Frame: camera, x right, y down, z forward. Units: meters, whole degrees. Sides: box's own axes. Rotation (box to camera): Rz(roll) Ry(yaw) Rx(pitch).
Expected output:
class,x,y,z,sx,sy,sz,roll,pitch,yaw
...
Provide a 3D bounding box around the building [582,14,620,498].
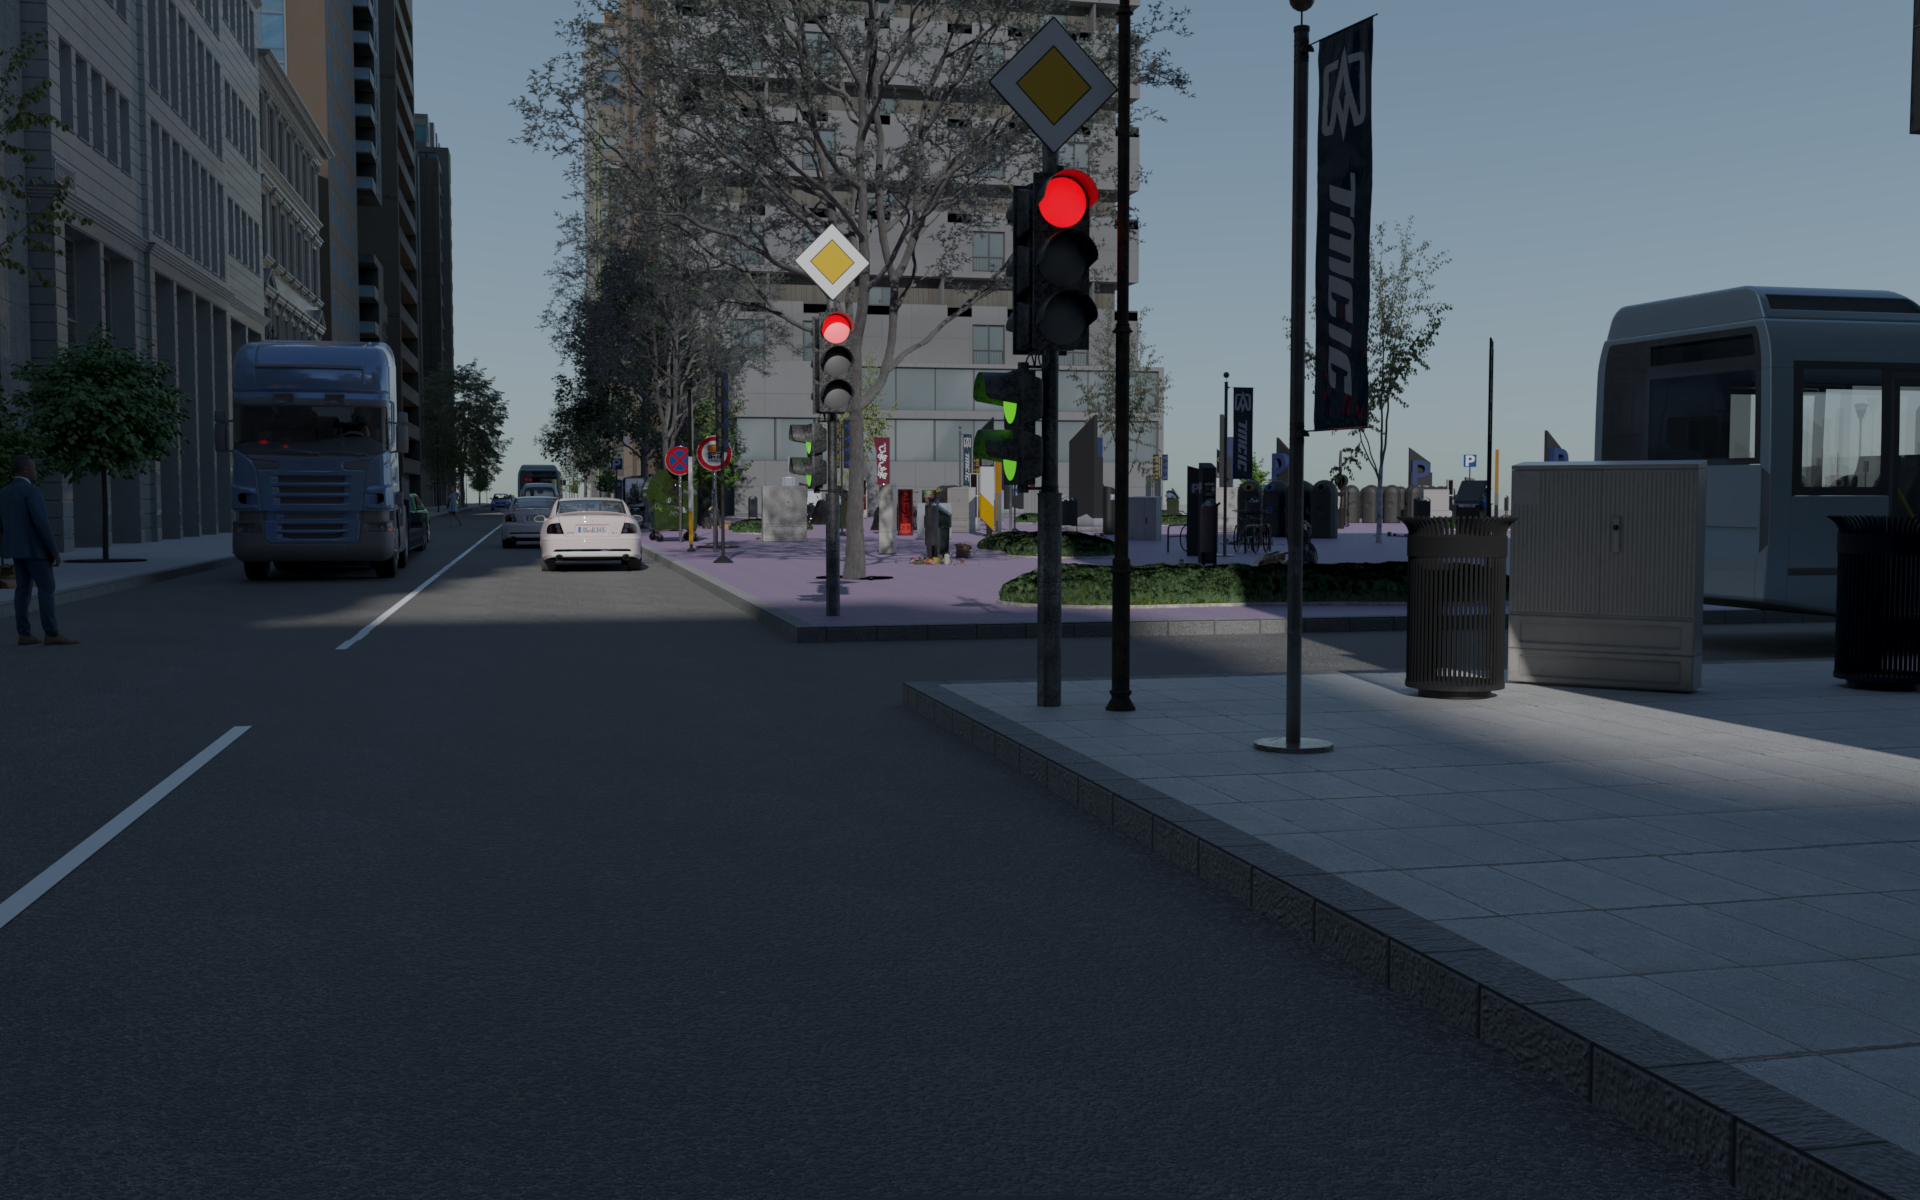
class,x,y,z,sx,sy,sz,roll,pitch,yaw
building,-37.106,-41.542,221.216,21.231,58.520,28.212,-1,4,-14

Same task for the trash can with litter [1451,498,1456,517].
class,x,y,z,sx,sy,sz,roll,pitch,yaw
trash can with litter,20.009,-3.507,68.734,0.624,1.170,1.055,-3,5,-42

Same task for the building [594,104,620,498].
class,x,y,z,sx,sy,sz,roll,pitch,yaw
building,-31.563,-30.713,185.753,14.154,41.232,14.086,-1,4,-14

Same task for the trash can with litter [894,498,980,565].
class,x,y,z,sx,sy,sz,roll,pitch,yaw
trash can with litter,-0.375,-1.296,32.248,1.678,1.210,2.233,0,4,6

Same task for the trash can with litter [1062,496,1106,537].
class,x,y,z,sx,sy,sz,roll,pitch,yaw
trash can with litter,3.569,-2.465,51.363,2.233,1.210,1.678,1,4,22

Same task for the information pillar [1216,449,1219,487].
class,x,y,z,sx,sy,sz,roll,pitch,yaw
information pillar,13.435,-5.988,89.253,0.504,3.616,0.183,0,4,-6

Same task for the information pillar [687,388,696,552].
class,x,y,z,sx,sy,sz,roll,pitch,yaw
information pillar,-6.011,-2.894,38.672,0.183,3.616,0.504,0,4,-6

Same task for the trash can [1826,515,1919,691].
class,x,y,z,sx,sy,sz,roll,pitch,yaw
trash can,6.128,0.013,11.449,0.748,1.137,0.748,0,3,0

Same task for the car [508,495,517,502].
class,x,y,z,sx,sy,sz,roll,pitch,yaw
car,-60.347,-13.416,231.711,2.083,1.381,4.827,-1,4,-12

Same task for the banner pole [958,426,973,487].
class,x,y,z,sx,sy,sz,roll,pitch,yaw
banner pole,0.164,-4.496,63.518,0.401,3.779,0.863,3,5,44

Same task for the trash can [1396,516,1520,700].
class,x,y,z,sx,sy,sz,roll,pitch,yaw
trash can,3.142,0.042,10.972,0.748,1.137,0.748,0,3,0

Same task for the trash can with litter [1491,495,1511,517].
class,x,y,z,sx,sy,sz,roll,pitch,yaw
trash can with litter,30.711,-5.286,97.475,1.678,1.210,2.233,0,4,8

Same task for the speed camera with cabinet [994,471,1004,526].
class,x,y,z,sx,sy,sz,roll,pitch,yaw
speed camera with cabinet,1.364,-4.587,69.330,0.660,3.252,2.038,0,4,7

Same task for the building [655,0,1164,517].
class,x,y,z,sx,sy,sz,roll,pitch,yaw
building,-4.863,-31.833,109.705,28.713,52.752,27.495,-1,4,-14

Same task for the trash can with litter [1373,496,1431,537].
class,x,y,z,sx,sy,sz,roll,pitch,yaw
trash can with litter,13.592,-2.516,52.189,2.233,1.210,1.678,3,4,38

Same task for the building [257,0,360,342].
class,x,y,z,sx,sy,sz,roll,pitch,yaw
building,-40.422,-27.077,92.821,14.600,45.320,14.200,-1,4,-14

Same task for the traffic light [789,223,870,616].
class,x,y,z,sx,sy,sz,roll,pitch,yaw
traffic light,-1.357,-1.787,18.146,0.839,4.253,0.868,-1,4,-14

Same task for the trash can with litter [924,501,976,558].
class,x,y,z,sx,sy,sz,roll,pitch,yaw
trash can with litter,-0.204,-1.440,34.929,1.055,1.170,0.624,1,4,10

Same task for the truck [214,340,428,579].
class,x,y,z,sx,sy,sz,roll,pitch,yaw
truck,-12.698,-2.836,36.132,2.967,4.110,18.799,-1,4,-15

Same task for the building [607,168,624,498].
class,x,y,z,sx,sy,sz,roll,pitch,yaw
building,-24.822,-23.591,157.418,14.160,30.474,14.107,-1,4,-14

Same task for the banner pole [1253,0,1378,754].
class,x,y,z,sx,sy,sz,roll,pitch,yaw
banner pole,1.760,-1.125,8.408,0.401,3.779,0.863,-1,4,-20

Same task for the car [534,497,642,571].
class,x,y,z,sx,sy,sz,roll,pitch,yaw
car,-7.189,-1.300,33.614,2.083,1.381,4.827,-1,4,-13

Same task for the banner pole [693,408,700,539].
class,x,y,z,sx,sy,sz,roll,pitch,yaw
banner pole,-7.722,-3.677,50.140,0.401,3.779,0.863,0,4,-5

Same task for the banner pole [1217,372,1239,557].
class,x,y,z,sx,sy,sz,roll,pitch,yaw
banner pole,5.672,-2.791,35.644,0.863,3.779,0.401,-1,4,-19

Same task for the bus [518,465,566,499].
class,x,y,z,sx,sy,sz,roll,pitch,yaw
bus,-27.663,-7.319,114.527,2.948,3.499,13.247,-1,4,-12

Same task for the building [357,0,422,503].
class,x,y,z,sx,sy,sz,roll,pitch,yaw
building,-55.957,-31.613,140.578,21.300,48.544,21.600,-1,4,-14

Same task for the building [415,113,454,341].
class,x,y,z,sx,sy,sz,roll,pitch,yaw
building,-75.554,-36.564,217.425,23.786,49.044,30.456,-1,4,-14

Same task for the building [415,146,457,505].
class,x,y,z,sx,sy,sz,roll,pitch,yaw
building,-65.240,-31.405,197.060,14.154,41.232,14.086,-1,4,-14

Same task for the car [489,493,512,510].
class,x,y,z,sx,sy,sz,roll,pitch,yaw
car,-40.550,-8.772,153.007,1.945,1.707,3.694,-1,4,-14

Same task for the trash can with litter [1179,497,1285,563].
class,x,y,z,sx,sy,sz,roll,pitch,yaw
trash can with litter,4.023,-1.014,27.638,1.678,1.210,2.233,-1,4,-13

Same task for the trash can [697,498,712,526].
class,x,y,z,sx,sy,sz,roll,pitch,yaw
trash can,-10.354,-3.570,70.023,0.748,1.137,0.748,0,3,0

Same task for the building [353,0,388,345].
class,x,y,z,sx,sy,sz,roll,pitch,yaw
building,-48.788,-48.935,112.753,22.319,86.520,31.000,-1,4,-14

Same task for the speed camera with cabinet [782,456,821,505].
class,x,y,z,sx,sy,sz,roll,pitch,yaw
speed camera with cabinet,-8.294,-5.905,90.887,2.038,3.252,0.660,0,4,-4

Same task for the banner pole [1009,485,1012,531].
class,x,y,z,sx,sy,sz,roll,pitch,yaw
banner pole,1.515,-3.296,43.905,0.863,3.779,0.401,0,4,-5

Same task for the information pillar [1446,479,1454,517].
class,x,y,z,sx,sy,sz,roll,pitch,yaw
information pillar,24.462,-5.017,86.521,0.304,2.012,0.304,0,4,1

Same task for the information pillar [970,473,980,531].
class,x,y,z,sx,sy,sz,roll,pitch,yaw
information pillar,0.532,-3.434,60.640,0.304,2.012,0.304,1,4,19

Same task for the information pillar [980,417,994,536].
class,x,y,z,sx,sy,sz,roll,pitch,yaw
information pillar,0.823,-3.737,52.452,0.504,3.616,0.183,-2,4,-32

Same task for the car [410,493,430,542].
class,x,y,z,sx,sy,sz,roll,pitch,yaw
car,-16.327,-2.508,49.802,1.959,1.807,4.718,-1,4,-12

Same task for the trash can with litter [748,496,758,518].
class,x,y,z,sx,sy,sz,roll,pitch,yaw
trash can with litter,-7.995,-3.583,69.646,1.678,1.210,2.233,2,4,32

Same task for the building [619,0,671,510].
class,x,y,z,sx,sy,sz,roll,pitch,yaw
building,-20.456,-30.097,142.192,14.600,45.320,14.200,-1,4,-14

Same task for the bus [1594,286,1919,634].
class,x,y,z,sx,sy,sz,roll,pitch,yaw
bus,13.103,-1.403,17.792,13.247,3.499,2.948,-1,4,-14

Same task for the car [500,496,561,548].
class,x,y,z,sx,sy,sz,roll,pitch,yaw
car,-11.535,-2.145,47.428,2.083,1.381,4.827,-1,4,-12

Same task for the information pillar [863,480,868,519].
class,x,y,z,sx,sy,sz,roll,pitch,yaw
information pillar,-4.978,-5.242,90.198,0.304,2.012,0.304,0,4,7

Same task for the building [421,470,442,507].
class,x,y,z,sx,sy,sz,roll,pitch,yaw
building,-64.908,-45.270,178.413,20.563,71.187,20.611,-1,4,-14

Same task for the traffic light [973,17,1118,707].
class,x,y,z,sx,sy,sz,roll,pitch,yaw
traffic light,0.521,-1.313,10.384,0.839,4.253,0.868,-1,4,-14
